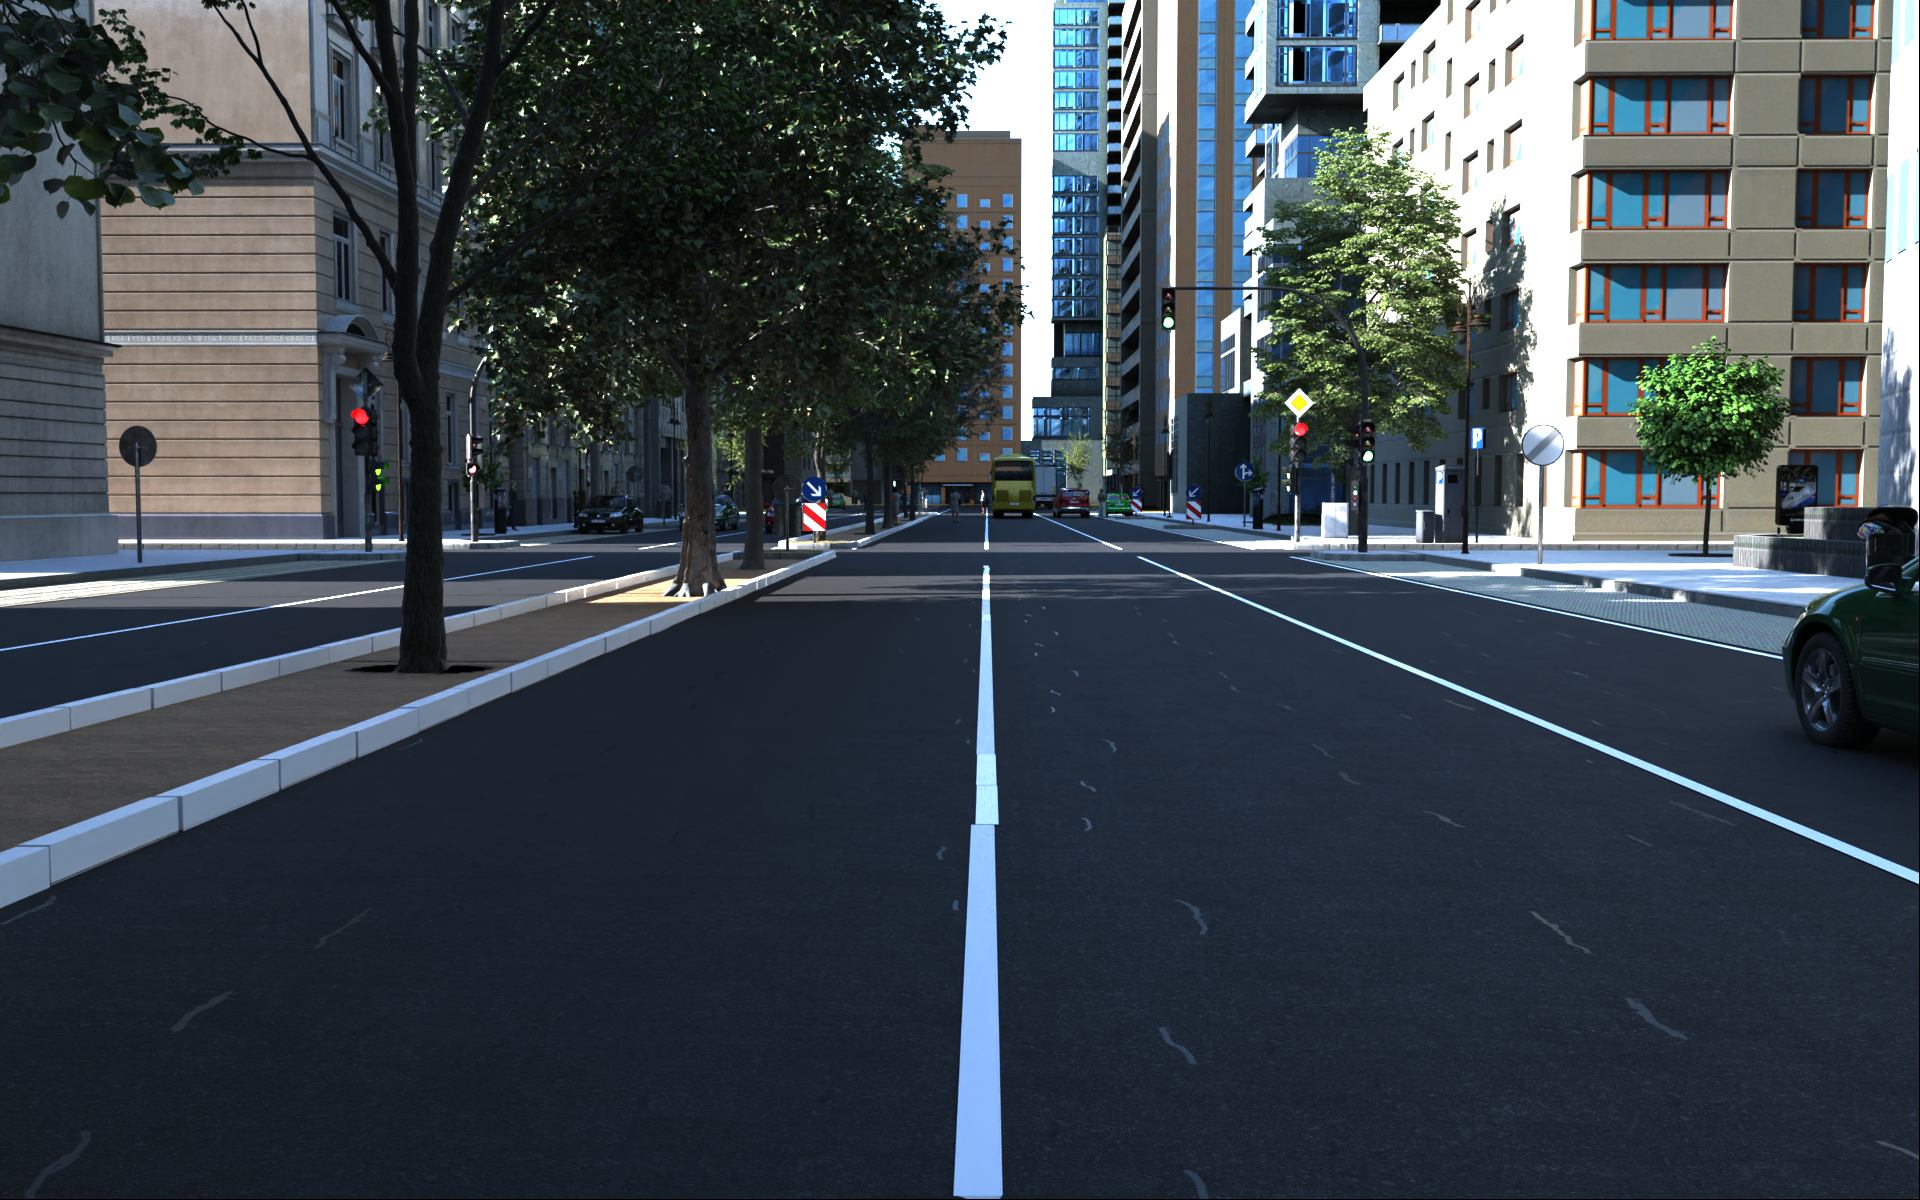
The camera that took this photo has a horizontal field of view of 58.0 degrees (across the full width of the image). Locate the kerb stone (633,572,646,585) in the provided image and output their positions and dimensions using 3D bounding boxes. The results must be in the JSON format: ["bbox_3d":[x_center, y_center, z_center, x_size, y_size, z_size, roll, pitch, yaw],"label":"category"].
[{"bbox_3d":[-5.155,-0.317,27.371,0.120,0.150,1.000,0,4,1],"label":"kerb stone"}]

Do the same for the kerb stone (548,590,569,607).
[{"bbox_3d":[-5.238,-0.002,22.235,0.120,0.150,1.000,0,4,1],"label":"kerb stone"}]

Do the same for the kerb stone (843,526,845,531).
[{"bbox_3d":[-4.550,-2.670,65.849,0.120,0.150,1.000,0,4,1],"label":"kerb stone"}]

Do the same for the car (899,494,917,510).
[{"bbox_3d":[-4.823,-8.702,154.068,2.131,1.459,4.920,0,3,0],"label":"car"}]

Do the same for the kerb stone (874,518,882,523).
[{"bbox_3d":[-4.200,-4.051,88.428,0.120,0.150,1.000,0,4,1],"label":"kerb stone"}]

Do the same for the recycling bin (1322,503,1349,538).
[{"bbox_3d":[10.920,-2.317,50.435,0.722,1.027,0.722,1,4,9],"label":"recycling bin"}]

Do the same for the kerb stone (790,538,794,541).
[{"bbox_3d":[-4.824,-1.604,48.418,0.120,0.150,1.000,0,4,1],"label":"kerb stone"}]

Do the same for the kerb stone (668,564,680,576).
[{"bbox_3d":[-5.109,-0.504,30.437,0.120,0.150,1.000,0,4,1],"label":"kerb stone"}]

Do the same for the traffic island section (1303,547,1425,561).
[{"bbox_3d":[8.877,-0.970,38.144,2.009,0.180,2.903,0,4,1],"label":"traffic island section"}]

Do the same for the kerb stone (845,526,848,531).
[{"bbox_3d":[-4.537,-2.733,66.876,0.120,0.150,1.000,0,4,1],"label":"kerb stone"}]

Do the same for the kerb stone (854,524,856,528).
[{"bbox_3d":[-4.477,-2.980,70.970,0.120,0.150,1.000,0,4,1],"label":"kerb stone"}]

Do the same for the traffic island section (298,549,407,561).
[{"bbox_3d":[-13.161,-0.991,38.491,2.009,0.180,2.903,0,4,1],"label":"traffic island section"}]

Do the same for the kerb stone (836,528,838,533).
[{"bbox_3d":[-4.600,-2.476,62.769,0.120,0.150,1.000,0,4,1],"label":"kerb stone"}]

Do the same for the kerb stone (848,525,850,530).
[{"bbox_3d":[-4.517,-2.795,67.898,0.120,0.150,1.000,0,4,1],"label":"kerb stone"}]

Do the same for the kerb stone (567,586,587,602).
[{"bbox_3d":[-5.220,-0.065,23.266,0.120,0.150,1.000,0,4,1],"label":"kerb stone"}]

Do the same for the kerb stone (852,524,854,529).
[{"bbox_3d":[-4.494,-2.921,69.948,0.120,0.150,1.000,0,4,1],"label":"kerb stone"}]

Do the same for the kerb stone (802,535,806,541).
[{"bbox_3d":[-4.775,-1.792,51.496,0.120,0.150,1.000,0,4,1],"label":"kerb stone"}]

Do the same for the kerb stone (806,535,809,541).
[{"bbox_3d":[-4.759,-1.855,52.520,0.120,0.150,1.000,0,4,1],"label":"kerb stone"}]

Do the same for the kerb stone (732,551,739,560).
[{"bbox_3d":[-4.996,-0.933,37.604,0.120,0.150,1.000,0,4,1],"label":"kerb stone"}]

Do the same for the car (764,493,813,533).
[{"bbox_3d":[-6.210,-3.394,64.528,2.155,1.783,4.494,0,3,0],"label":"car"}]

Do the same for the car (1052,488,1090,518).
[{"bbox_3d":[6.750,-5.905,105.212,2.281,1.827,5.304,0,4,0],"label":"car"}]

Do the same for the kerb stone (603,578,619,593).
[{"bbox_3d":[-5.185,-0.191,25.319,0.120,0.150,1.000,0,4,1],"label":"kerb stone"}]

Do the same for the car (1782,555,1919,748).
[{"bbox_3d":[5.774,0.208,8.405,2.131,1.459,4.920,0,4,1],"label":"car"}]

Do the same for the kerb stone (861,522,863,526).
[{"bbox_3d":[-4.413,-3.232,75.075,0.120,0.150,1.000,0,4,1],"label":"kerb stone"}]

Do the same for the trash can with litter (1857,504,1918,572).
[{"bbox_3d":[10.507,-0.509,19.706,0.624,1.170,1.055,1,4,23],"label":"trash can with litter"}]

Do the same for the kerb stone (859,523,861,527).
[{"bbox_3d":[-4.426,-3.172,74.053,0.120,0.150,1.000,0,4,1],"label":"kerb stone"}]

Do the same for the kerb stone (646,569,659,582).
[{"bbox_3d":[-5.138,-0.379,28.393,0.120,0.150,1.000,0,4,1],"label":"kerb stone"}]

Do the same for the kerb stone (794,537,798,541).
[{"bbox_3d":[-4.813,-1.667,49.451,0.120,0.150,1.000,0,4,1],"label":"kerb stone"}]

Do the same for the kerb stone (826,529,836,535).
[{"bbox_3d":[-4.622,-2.419,61.746,0.120,0.150,1.000,0,4,1],"label":"kerb stone"}]

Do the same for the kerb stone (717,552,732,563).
[{"bbox_3d":[-5.011,-0.880,36.581,0.120,0.150,1.000,0,4,1],"label":"kerb stone"}]

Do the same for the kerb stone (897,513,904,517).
[{"bbox_3d":[-3.837,-5.491,111.983,0.120,0.150,1.000,0,4,1],"label":"kerb stone"}]

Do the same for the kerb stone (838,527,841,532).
[{"bbox_3d":[-4.586,-2.544,63.792,0.120,0.150,1.000,0,4,1],"label":"kerb stone"}]

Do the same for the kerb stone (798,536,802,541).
[{"bbox_3d":[-4.794,-1.730,50.473,0.120,0.150,1.000,0,4,1],"label":"kerb stone"}]

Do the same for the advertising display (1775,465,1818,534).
[{"bbox_3d":[18.523,-2.027,38.360,0.974,1.923,0.123,-1,4,-12],"label":"advertising display"}]

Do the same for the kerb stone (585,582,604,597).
[{"bbox_3d":[-5.194,-0.128,24.288,0.120,0.150,1.000,0,4,1],"label":"kerb stone"}]

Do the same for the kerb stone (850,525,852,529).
[{"bbox_3d":[-4.504,-2.858,68.926,0.120,0.150,1.000,0,4,1],"label":"kerb stone"}]

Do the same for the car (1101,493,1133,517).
[{"bbox_3d":[9.671,-5.999,106.881,1.959,1.807,4.718,0,4,1],"label":"car"}]

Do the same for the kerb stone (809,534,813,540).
[{"bbox_3d":[-4.746,-1.917,53.543,0.120,0.150,1.000,0,4,1],"label":"kerb stone"}]

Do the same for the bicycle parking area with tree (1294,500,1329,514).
[{"bbox_3d":[19.871,-5.775,81.430,9.016,4.147,8.231,3,4,38],"label":"bicycle parking area with tree"}]

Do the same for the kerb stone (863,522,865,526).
[{"bbox_3d":[-4.393,-3.297,76.108,0.120,0.150,1.000,0,4,1],"label":"kerb stone"}]

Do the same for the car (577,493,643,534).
[{"bbox_3d":[-12.668,-3.246,62.863,2.009,1.686,4.222,0,4,1],"label":"car"}]

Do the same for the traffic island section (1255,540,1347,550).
[{"bbox_3d":[9.002,-1.459,46.128,2.009,0.180,2.903,0,4,1],"label":"traffic island section"}]

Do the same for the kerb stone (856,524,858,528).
[{"bbox_3d":[-4.455,-3.047,72.009,0.120,0.150,1.000,0,4,1],"label":"kerb stone"}]

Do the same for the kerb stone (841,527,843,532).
[{"bbox_3d":[-4.572,-2.603,64.822,0.120,0.150,1.000,0,4,1],"label":"kerb stone"}]

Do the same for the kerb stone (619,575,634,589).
[{"bbox_3d":[-5.167,-0.250,26.350,0.120,0.150,1.000,0,4,1],"label":"kerb stone"}]

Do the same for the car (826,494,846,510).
[{"bbox_3d":[-11.197,-8.865,153.742,1.959,1.807,4.718,0,4,2],"label":"car"}]

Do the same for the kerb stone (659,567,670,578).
[{"bbox_3d":[-5.126,-0.436,29.416,0.120,0.150,1.000,0,4,1],"label":"kerb stone"}]

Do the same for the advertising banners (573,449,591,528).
[{"bbox_3d":[-14.324,-4.253,65.716,0.090,3.025,2.074,0,4,6],"label":"advertising banners"}]

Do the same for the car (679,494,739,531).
[{"bbox_3d":[-9.917,-3.481,68.712,2.131,1.459,4.920,0,4,2],"label":"car"}]

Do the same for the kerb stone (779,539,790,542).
[{"bbox_3d":[-4.843,-1.541,47.396,0.120,0.150,1.000,0,4,1],"label":"kerb stone"}]

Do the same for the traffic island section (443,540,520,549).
[{"bbox_3d":[-13.037,-1.480,46.475,2.009,0.180,2.903,0,4,1],"label":"traffic island section"}]
